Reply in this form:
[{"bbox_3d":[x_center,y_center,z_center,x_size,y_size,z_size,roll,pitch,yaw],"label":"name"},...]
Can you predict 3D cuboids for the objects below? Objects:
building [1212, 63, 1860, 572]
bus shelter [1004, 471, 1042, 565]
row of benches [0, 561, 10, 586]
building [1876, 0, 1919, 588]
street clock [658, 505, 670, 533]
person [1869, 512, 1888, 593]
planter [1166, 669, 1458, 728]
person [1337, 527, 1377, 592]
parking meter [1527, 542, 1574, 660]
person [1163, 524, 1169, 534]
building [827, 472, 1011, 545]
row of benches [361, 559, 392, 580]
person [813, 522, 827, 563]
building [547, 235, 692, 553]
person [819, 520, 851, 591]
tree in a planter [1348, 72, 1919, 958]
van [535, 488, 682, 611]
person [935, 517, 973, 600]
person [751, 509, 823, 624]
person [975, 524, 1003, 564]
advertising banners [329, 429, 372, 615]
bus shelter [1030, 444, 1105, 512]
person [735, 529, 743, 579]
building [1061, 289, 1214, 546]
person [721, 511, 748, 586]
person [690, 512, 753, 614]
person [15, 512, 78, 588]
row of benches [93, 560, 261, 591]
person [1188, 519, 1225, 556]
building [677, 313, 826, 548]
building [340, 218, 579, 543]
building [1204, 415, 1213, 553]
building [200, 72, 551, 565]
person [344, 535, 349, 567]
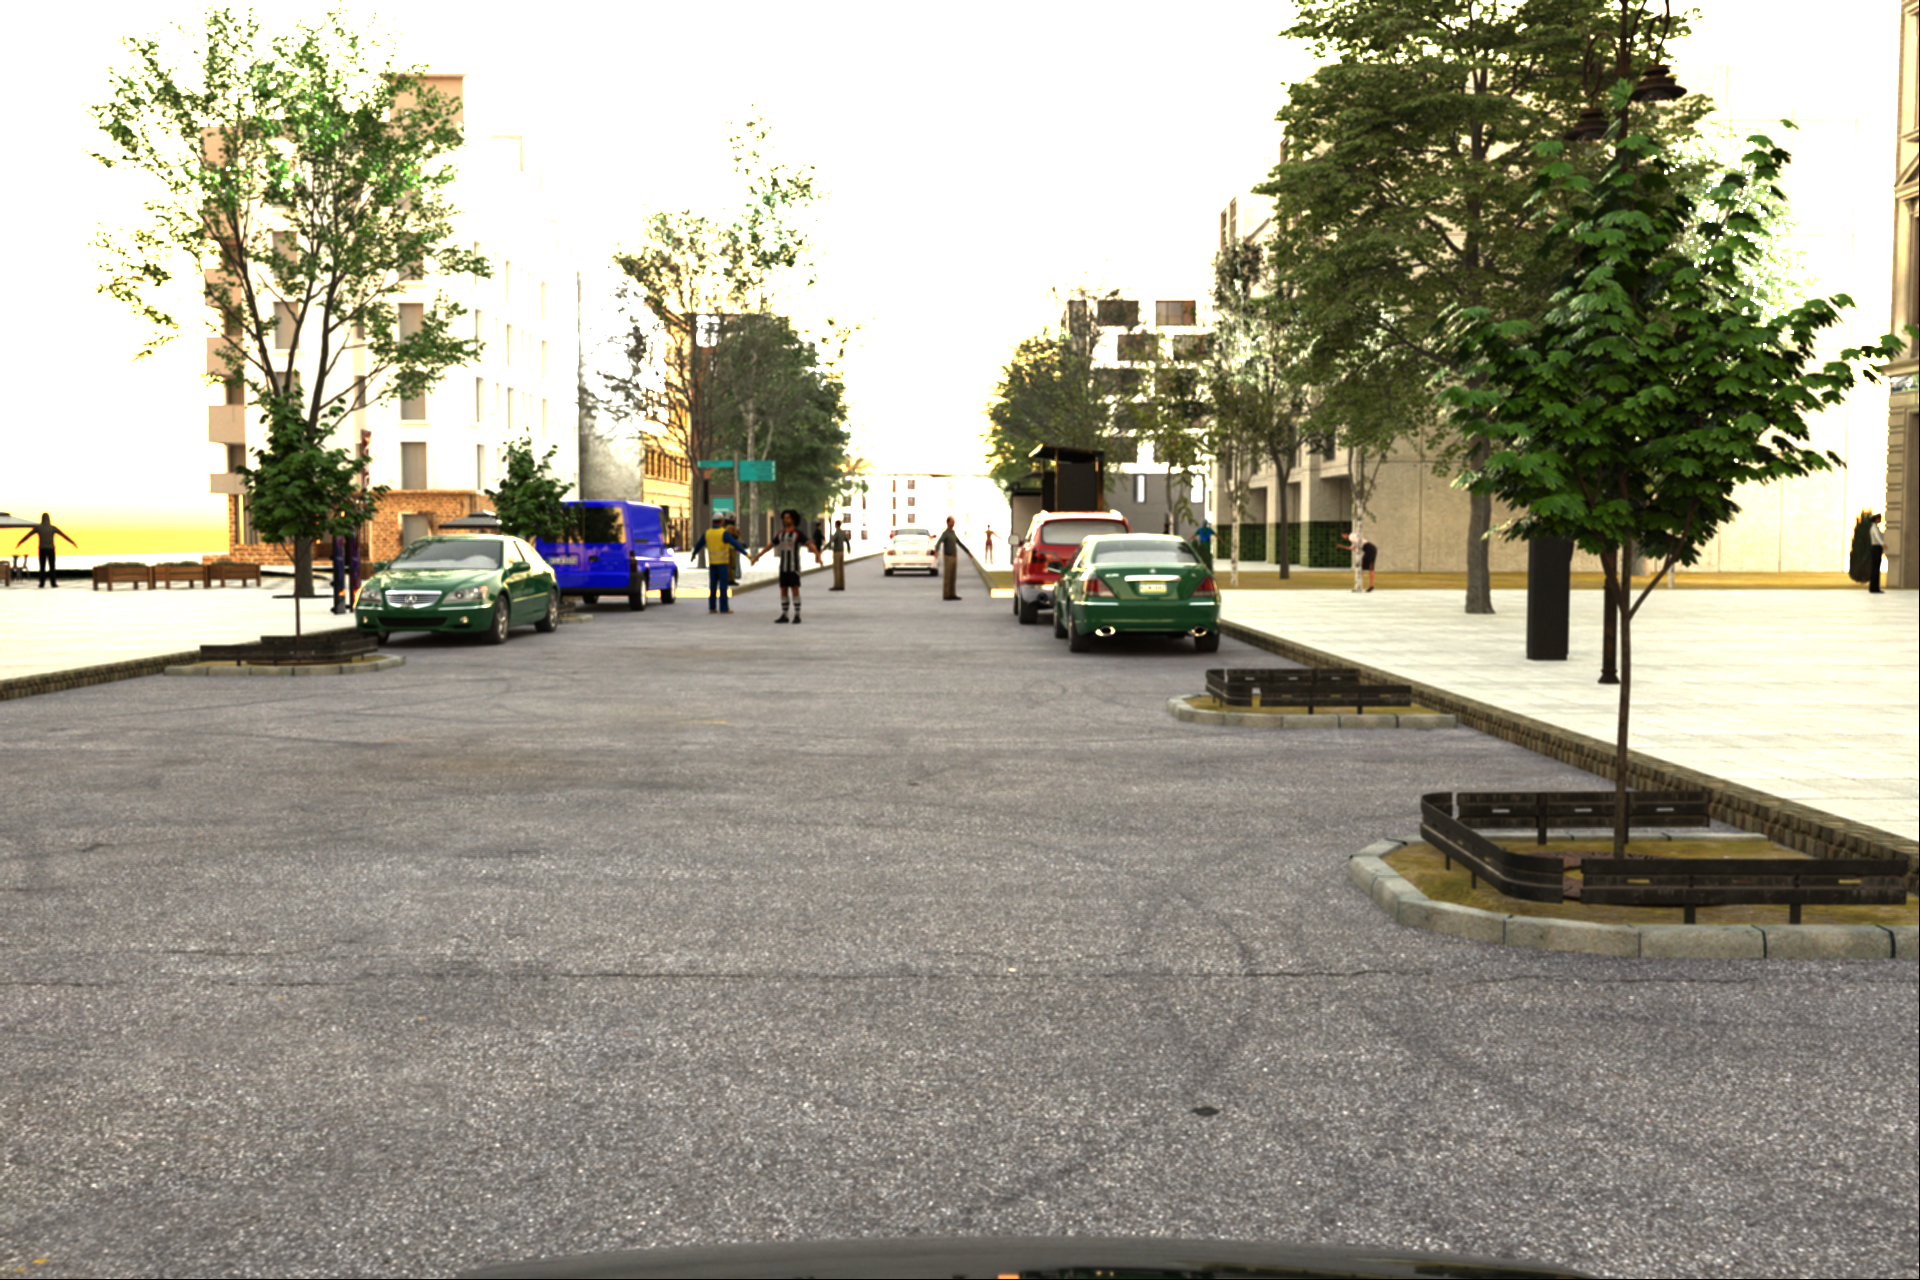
[{"bbox_3d":[21.603,-12.691,73.955,16.747,18.905,31.486,0,4,0],"label":"building"},{"bbox_3d":[2.584,-3.942,58.375,2.014,3.302,5.546,0,4,0],"label":"bus shelter"},{"bbox_3d":[-25.336,-1.625,42.027,4.104,0.672,1.422,0,4,-3],"label":"row of benches"},{"bbox_3d":[27.372,-11.944,31.441,11.583,22.565,21.152,0,4,0],"label":"building"},{"bbox_3d":[-7.367,-2.353,43.045,0.358,2.002,0.471,0,4,1],"label":"street clock"},{"bbox_3d":[20.090,-1.917,37.800,0.721,1.778,1.216,1,4,21],"label":"person"},{"bbox_3d":[2.679,0.450,13.778,1.991,0.319,1.994,0,4,0],"label":"planter"},{"bbox_3d":[8.811,-1.783,38.379,0.799,1.438,0.628,0,4,-5],"label":"person"},{"bbox_3d":[6.016,-0.730,17.646,0.399,1.863,0.255,0,4,0],"label":"parking meter"},{"bbox_3d":[9.321,-4.429,79.132,0.721,1.740,1.216,1,4,9],"label":"person"},{"bbox_3d":[-3.935,-17.794,235.529,28.070,9.664,9.099,0,4,-2],"label":"building"},{"bbox_3d":[-13.220,-1.701,43.269,1.422,0.672,4.104,3,4,36],"label":"row of benches"},{"bbox_3d":[-6.291,-4.350,77.316,0.705,1.806,1.347,-2,4,-27],"label":"person"},{"bbox_3d":[-29.149,-17.556,117.977,19.493,23.208,18.063,0,4,1],"label":"building"},{"bbox_3d":[-3.112,-2.156,43.977,0.705,1.796,1.348,2,4,29],"label":"person"},{"bbox_3d":[2.610,-0.583,6.749,1.991,3.239,1.994,0,4,1],"label":"tree in a planter"},{"bbox_3d":[-6.817,-1.807,33.921,2.240,2.365,5.245,0,4,0],"label":"van"},{"bbox_3d":[-0.189,-1.766,37.611,0.705,1.796,1.348,2,4,35],"label":"person"},{"bbox_3d":[-2.750,-1.178,27.865,1.345,1.843,0.704,2,4,26],"label":"person"},{"bbox_3d":[1.256,-4.155,74.740,1.217,1.733,0.721,1,4,11],"label":"person"},{"bbox_3d":[-9.952,-1.970,28.404,0.090,3.025,2.074,0,4,-1],"label":"advertising banners"},{"bbox_3d":[2.966,-3.496,48.444,1.731,3.624,6.357,0,4,-1],"label":"bus shelter"},{"bbox_3d":[-6.416,-2.456,49.426,0.599,1.433,0.991,2,4,24],"label":"person"},{"bbox_3d":[23.087,-19.388,160.965,27.936,21.610,32.646,0,4,0],"label":"building"},{"bbox_3d":[-5.692,-2.282,43.078,0.705,1.858,1.354,-2,4,-34],"label":"person"},{"bbox_3d":[-4.349,-1.400,31.323,1.349,1.833,0.705,2,4,26],"label":"person"},{"bbox_3d":[-21.925,-2.169,41.585,1.348,1.813,0.705,-2,4,-25],"label":"person"},{"bbox_3d":[-18.493,-1.554,40.866,1.422,0.672,4.104,2,4,32],"label":"row of benches"},{"bbox_3d":[8.785,-3.418,62.012,1.347,1.817,0.704,1,4,15],"label":"person"},{"bbox_3d":[-28.623,-20.333,176.415,27.936,21.610,32.646,0,4,-1],"label":"building"},{"bbox_3d":[-28.599,-14.541,94.170,16.016,20.090,11.380,0,4,0],"label":"building"},{"bbox_3d":[21.509,-10.096,107.218,9.099,9.664,28.070,0,4,0],"label":"building"},{"bbox_3d":[-25.137,-13.215,72.488,16.016,20.090,11.380,0,4,0],"label":"building"},{"bbox_3d":[-24.041,-3.801,68.081,0.705,1.837,1.347,0,4,1],"label":"person"}]
